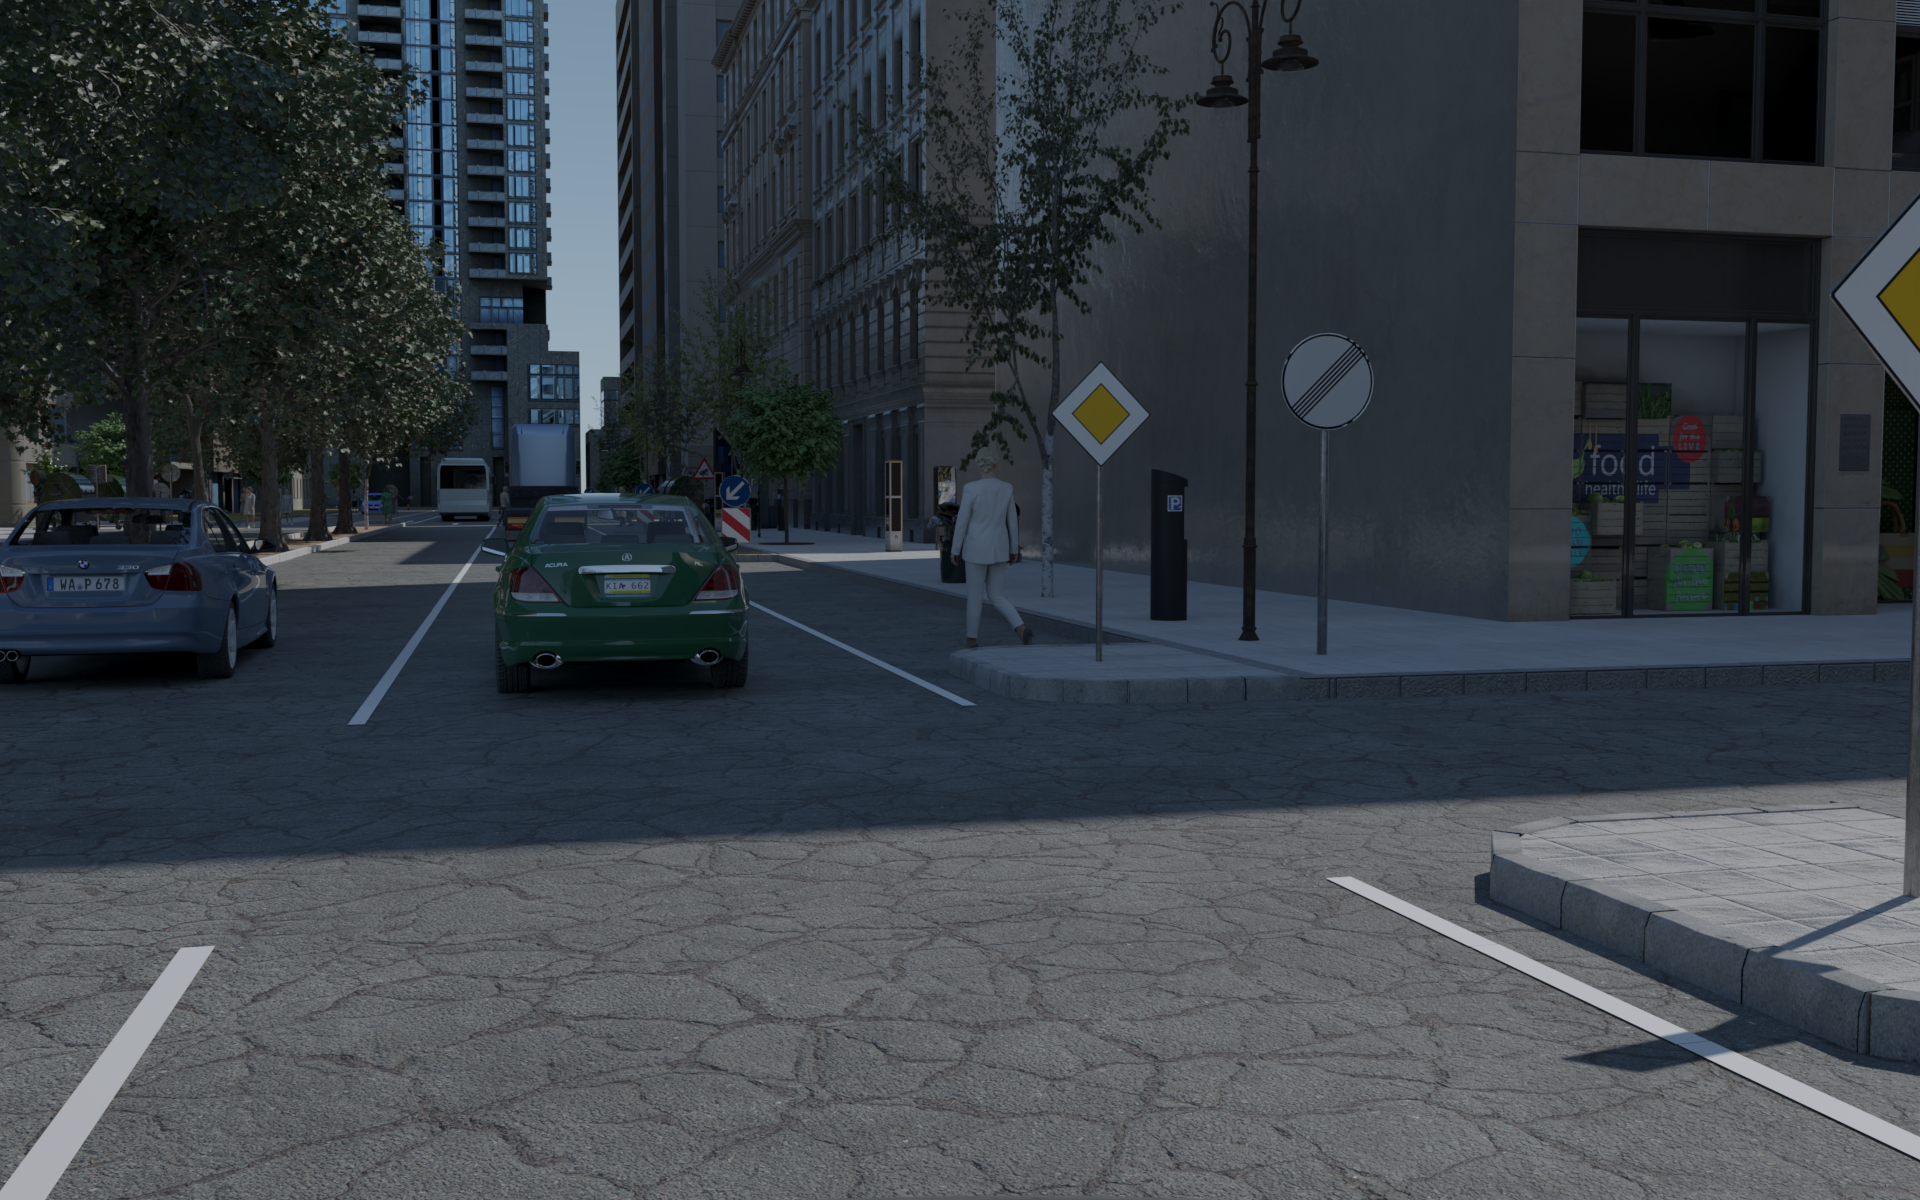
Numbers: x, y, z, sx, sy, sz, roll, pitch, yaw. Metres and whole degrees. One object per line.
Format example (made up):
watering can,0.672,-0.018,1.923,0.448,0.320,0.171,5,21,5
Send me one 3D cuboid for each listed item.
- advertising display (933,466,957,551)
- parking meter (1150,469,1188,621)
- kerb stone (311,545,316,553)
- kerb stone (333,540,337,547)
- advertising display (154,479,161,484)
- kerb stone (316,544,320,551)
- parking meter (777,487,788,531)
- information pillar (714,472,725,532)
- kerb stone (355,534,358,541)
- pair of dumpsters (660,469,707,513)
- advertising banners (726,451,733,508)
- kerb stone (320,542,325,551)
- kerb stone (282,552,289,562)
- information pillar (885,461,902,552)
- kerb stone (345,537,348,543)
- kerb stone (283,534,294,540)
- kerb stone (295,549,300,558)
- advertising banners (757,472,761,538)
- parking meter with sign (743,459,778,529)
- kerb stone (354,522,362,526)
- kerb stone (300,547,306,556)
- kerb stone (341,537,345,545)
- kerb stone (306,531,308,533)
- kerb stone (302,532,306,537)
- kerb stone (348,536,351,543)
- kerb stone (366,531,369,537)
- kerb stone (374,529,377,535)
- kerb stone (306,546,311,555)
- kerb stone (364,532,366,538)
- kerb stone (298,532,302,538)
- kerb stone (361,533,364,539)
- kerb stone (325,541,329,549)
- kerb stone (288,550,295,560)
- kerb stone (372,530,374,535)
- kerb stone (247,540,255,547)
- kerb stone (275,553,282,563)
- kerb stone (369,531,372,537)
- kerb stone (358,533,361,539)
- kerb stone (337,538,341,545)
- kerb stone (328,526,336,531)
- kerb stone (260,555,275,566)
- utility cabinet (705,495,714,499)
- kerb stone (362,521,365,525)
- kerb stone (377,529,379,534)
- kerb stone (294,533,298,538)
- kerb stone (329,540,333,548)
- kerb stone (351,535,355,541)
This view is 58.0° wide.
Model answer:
advertising display,-0.339,-2.106,39.653,0.123,1.923,0.974,2,4,26
parking meter,2.128,-0.564,17.630,0.372,1.533,0.369,0,3,0
kerb stone,-15.744,-1.202,41.845,0.120,0.150,1.000,-1,4,-14
kerb stone,-17.018,-1.505,46.807,0.120,0.150,1.000,-1,4,-14
advertising display,-34.189,-4.160,73.225,0.974,1.923,0.123,1,4,22
kerb stone,-16.002,-1.261,42.835,0.120,0.150,1.000,-1,4,-14
parking meter,-6.169,-3.176,60.336,0.372,1.533,0.369,0,3,0
information pillar,-8.146,-3.319,58.753,0.304,2.012,0.304,0,4,6
kerb stone,-18.532,-1.870,52.764,0.120,0.150,1.000,-1,4,-14
pair of dumpsters,-10.996,-4.065,68.951,1.574,2.255,4.437,-1,4,-14
advertising banners,-8.813,-4.296,66.421,0.090,3.025,2.074,0,4,-1
kerb stone,-16.248,-1.322,43.836,0.120,0.150,1.000,-1,4,-14
kerb stone,-14.474,-0.898,36.872,0.120,0.150,1.000,-1,4,-14
information pillar,-1.470,-2.075,38.415,0.304,2.012,0.304,-2,4,-23
kerb stone,-17.773,-1.688,49.791,0.120,0.150,1.000,-1,4,-14
kerb stone,-21.086,-1.963,54.290,0.120,0.150,1.000,-1,4,-14
kerb stone,-14.987,-1.019,38.861,0.120,0.150,1.000,-1,4,-14
advertising banners,-5.982,-3.391,51.631,0.090,3.025,2.074,0,4,-5
parking meter with sign,-7.378,-4.130,63.782,0.543,3.016,1.738,2,4,28
kerb stone,-27.179,-3.420,78.126,0.120,0.150,1.000,-1,4,-14
kerb stone,-15.238,-1.080,39.857,0.120,0.150,1.000,-1,4,-14
kerb stone,-17.513,-1.625,48.802,0.120,0.150,1.000,-1,4,-14
kerb stone,-22.104,-2.206,58.265,0.120,0.150,1.000,-1,4,-14
kerb stone,-21.852,-2.145,57.274,0.120,0.150,1.000,-1,4,-14
kerb stone,-18.031,-1.748,50.781,0.120,0.150,1.000,-1,4,-14
kerb stone,-19.551,-2.112,56.742,0.120,0.150,1.000,-1,4,-14
kerb stone,-20.309,-2.296,59.734,0.120,0.150,1.000,-1,4,-14
kerb stone,-15.500,-1.141,40.845,0.120,0.150,1.000,-1,4,-14
kerb stone,-19.294,-2.052,55.739,0.120,0.150,1.000,-1,4,-14
kerb stone,-21.595,-2.078,56.277,0.120,0.150,1.000,-1,4,-14
kerb stone,-19.036,-1.991,54.750,0.120,0.150,1.000,-1,4,-14
kerb stone,-16.512,-1.381,44.824,0.120,0.150,1.000,-1,4,-14
kerb stone,-14.727,-0.958,37.866,0.120,0.150,1.000,-1,4,-14
kerb stone,-20.054,-2.235,58.736,0.120,0.150,1.000,-1,4,-14
kerb stone,-19.318,-1.532,47.312,0.120,0.150,1.000,-1,4,-14
kerb stone,-14.227,-0.830,35.879,0.120,0.150,1.000,-1,4,-14
kerb stone,-19.806,-2.174,57.743,0.120,0.150,1.000,-1,4,-14
kerb stone,-18.787,-1.930,53.758,0.120,0.150,1.000,-1,4,-14
kerb stone,-17.273,-1.567,47.808,0.120,0.150,1.000,-1,4,-14
kerb stone,-24.383,-2.753,67.199,0.120,0.150,1.000,-1,4,-14
kerb stone,-13.975,-0.772,34.882,0.120,0.150,1.000,-1,4,-14
utility cabinet,-11.912,-4.335,82.032,0.306,1.237,1.020,2,4,33
kerb stone,-27.425,-3.482,79.122,0.120,0.150,1.000,-1,4,-14
kerb stone,-20.565,-2.357,60.726,0.120,0.150,1.000,-1,4,-14
kerb stone,-21.347,-2.020,55.285,0.120,0.150,1.000,-1,4,-14
kerb stone,-16.767,-1.444,45.814,0.120,0.150,1.000,-1,4,-14
kerb stone,-18.277,-1.809,51.773,0.120,0.150,1.000,-1,4,-14
